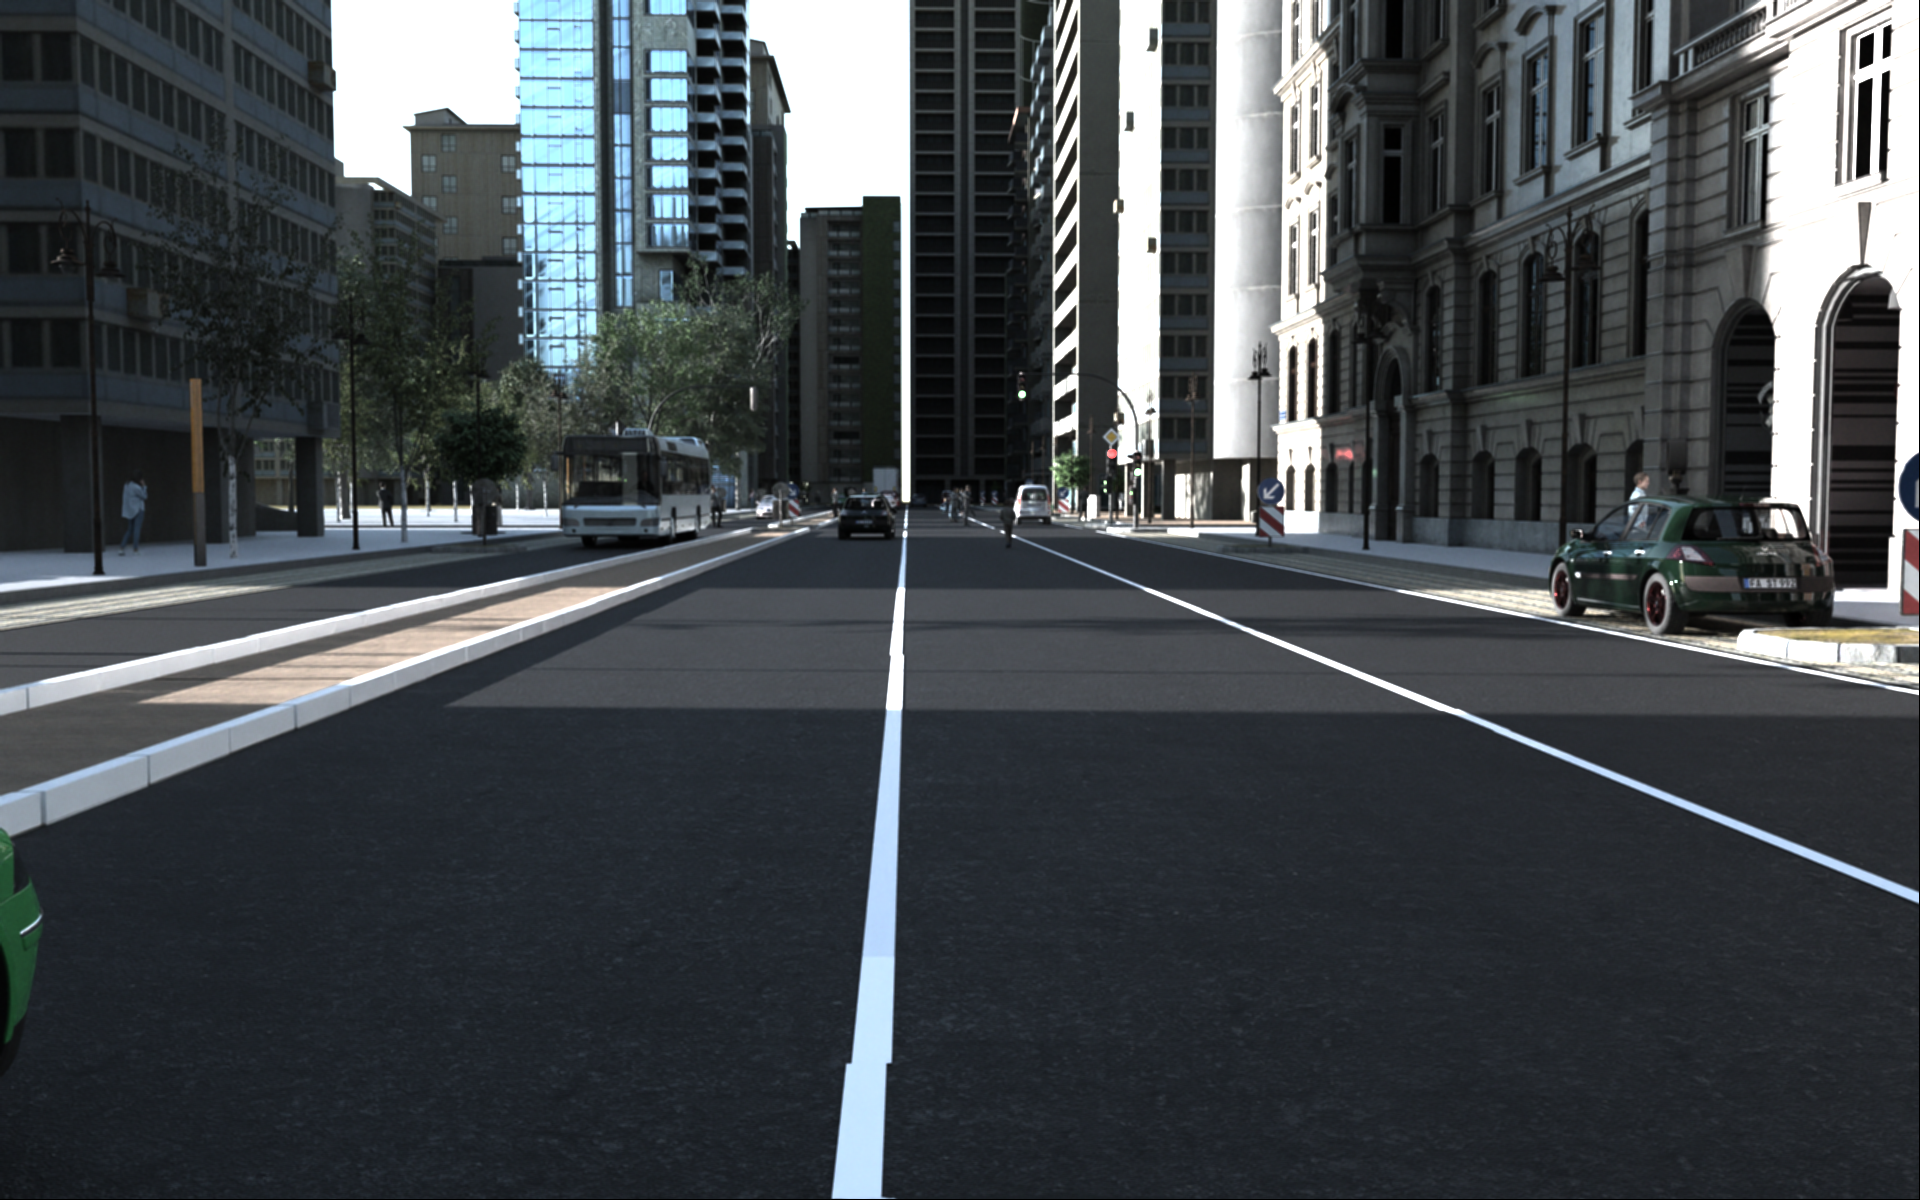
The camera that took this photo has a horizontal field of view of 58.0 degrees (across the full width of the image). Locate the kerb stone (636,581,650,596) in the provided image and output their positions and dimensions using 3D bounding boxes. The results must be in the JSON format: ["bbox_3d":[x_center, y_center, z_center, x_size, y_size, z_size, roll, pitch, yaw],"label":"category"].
[{"bbox_3d":[-4.531,-0.133,24.378,0.120,0.150,1.000,0,4,-2],"label":"kerb stone"}]

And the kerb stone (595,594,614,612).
[{"bbox_3d":[-4.430,0.056,21.296,0.120,0.150,1.000,0,4,-2],"label":"kerb stone"}]

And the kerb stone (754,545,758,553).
[{"bbox_3d":[-5.049,-1.197,41.774,0.120,0.150,1.000,0,4,-2],"label":"kerb stone"}]

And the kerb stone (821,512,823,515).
[{"bbox_3d":[-9.348,-5.676,114.999,0.120,0.150,1.000,0,4,-2],"label":"kerb stone"}]

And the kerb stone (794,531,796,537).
[{"bbox_3d":[-5.484,-2.076,56.140,0.120,0.150,1.000,0,4,-2],"label":"kerb stone"}]

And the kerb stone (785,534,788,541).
[{"bbox_3d":[-5.345,-1.825,52.038,0.120,0.150,1.000,0,4,-2],"label":"kerb stone"}]

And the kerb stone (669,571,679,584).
[{"bbox_3d":[-4.618,-0.322,27.455,0.120,0.150,1.000,0,4,-2],"label":"kerb stone"}]

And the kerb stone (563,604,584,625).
[{"bbox_3d":[-4.361,0.185,19.246,0.120,0.150,1.000,0,4,-2],"label":"kerb stone"}]

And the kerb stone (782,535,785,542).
[{"bbox_3d":[-5.323,-1.763,51.016,0.120,0.150,1.000,0,4,-2],"label":"kerb stone"}]

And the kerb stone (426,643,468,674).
[{"bbox_3d":[-4.221,0.493,14.133,0.120,0.150,1.000,0,4,-2],"label":"kerb stone"}]

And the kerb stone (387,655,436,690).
[{"bbox_3d":[-4.186,0.556,13.108,0.120,0.150,1.000,0,4,-2],"label":"kerb stone"}]

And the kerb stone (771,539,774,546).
[{"bbox_3d":[-5.201,-1.509,46.902,0.120,0.150,1.000,0,4,-2],"label":"kerb stone"}]

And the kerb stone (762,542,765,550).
[{"bbox_3d":[-5.108,-1.323,43.827,0.120,0.150,1.000,0,4,-2],"label":"kerb stone"}]

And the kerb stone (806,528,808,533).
[{"bbox_3d":[-5.659,-2.447,62.281,0.120,0.150,1.000,0,4,-2],"label":"kerb stone"}]

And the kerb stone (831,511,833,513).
[{"bbox_3d":[-9.778,-6.555,129.366,0.120,0.150,1.000,0,4,-2],"label":"kerb stone"}]

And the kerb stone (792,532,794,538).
[{"bbox_3d":[-5.446,-2.009,55.119,0.120,0.150,1.000,0,4,-2],"label":"kerb stone"}]

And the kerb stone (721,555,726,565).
[{"bbox_3d":[-4.832,-0.760,34.617,0.120,0.150,1.000,0,4,-2],"label":"kerb stone"}]

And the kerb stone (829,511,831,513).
[{"bbox_3d":[-9.689,-6.364,126.283,0.120,0.150,1.000,0,4,-2],"label":"kerb stone"}]

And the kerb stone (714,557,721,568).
[{"bbox_3d":[-4.801,-0.697,33.595,0.120,0.150,1.000,0,4,-2],"label":"kerb stone"}]

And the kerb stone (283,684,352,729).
[{"bbox_3d":[-4.121,0.682,11.065,0.120,0.150,1.000,0,4,-2],"label":"kerb stone"}]

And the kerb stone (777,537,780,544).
[{"bbox_3d":[-5.264,-1.635,48.964,0.120,0.150,1.000,0,4,-2],"label":"kerb stone"}]

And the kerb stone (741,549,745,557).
[{"bbox_3d":[-4.959,-1.005,38.706,0.120,0.150,1.000,0,4,-2],"label":"kerb stone"}]

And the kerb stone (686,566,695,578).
[{"bbox_3d":[-4.673,-0.447,29.499,0.120,0.150,1.000,0,4,-2],"label":"kerb stone"}]

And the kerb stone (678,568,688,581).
[{"bbox_3d":[-4.645,-0.384,28.477,0.120,0.150,1.000,0,4,-2],"label":"kerb stone"}]

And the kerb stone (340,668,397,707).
[{"bbox_3d":[-4.153,0.620,12.086,0.120,0.150,1.000,0,4,-2],"label":"kerb stone"}]

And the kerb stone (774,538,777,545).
[{"bbox_3d":[-5.235,-1.574,47.933,0.120,0.150,1.000,0,4,-2],"label":"kerb stone"}]

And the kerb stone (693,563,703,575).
[{"bbox_3d":[-4.702,-0.510,30.528,0.120,0.150,1.000,0,4,-2],"label":"kerb stone"}]

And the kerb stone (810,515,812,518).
[{"bbox_3d":[-8.950,-4.862,101.688,0.120,0.150,1.000,0,4,-2],"label":"kerb stone"}]

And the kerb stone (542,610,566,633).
[{"bbox_3d":[-4.333,0.246,18.223,0.120,0.150,1.000,0,4,-2],"label":"kerb stone"}]

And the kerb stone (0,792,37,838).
[{"bbox_3d":[-4.002,0.932,6.955,0.120,0.150,1.000,0,4,-2],"label":"kerb stone"}]

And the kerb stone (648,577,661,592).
[{"bbox_3d":[-4.558,-0.196,25.402,0.120,0.150,1.000,0,4,-2],"label":"kerb stone"}]

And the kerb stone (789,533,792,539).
[{"bbox_3d":[-5.416,-1.947,54.084,0.120,0.150,1.000,0,4,-2],"label":"kerb stone"}]

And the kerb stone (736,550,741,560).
[{"bbox_3d":[-4.921,-0.945,37.684,0.120,0.150,1.000,0,4,-2],"label":"kerb stone"}]

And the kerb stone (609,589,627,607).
[{"bbox_3d":[-4.462,-0.008,22.324,0.120,0.150,1.000,0,4,-2],"label":"kerb stone"}]

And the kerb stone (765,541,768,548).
[{"bbox_3d":[-5.136,-1.386,44.856,0.120,0.150,1.000,0,4,-2],"label":"kerb stone"}]

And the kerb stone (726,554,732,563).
[{"bbox_3d":[-4.859,-0.822,35.640,0.120,0.150,1.000,0,4,-2],"label":"kerb stone"}]

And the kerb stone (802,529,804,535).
[{"bbox_3d":[-5.601,-2.326,60.226,0.120,0.150,1.000,0,4,-2],"label":"kerb stone"}]

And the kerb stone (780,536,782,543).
[{"bbox_3d":[-5.299,-1.700,49.990,0.120,0.150,1.000,0,4,-2],"label":"kerb stone"}]

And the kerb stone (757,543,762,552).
[{"bbox_3d":[-5.070,-1.261,42.806,0.120,0.150,1.000,0,4,-2],"label":"kerb stone"}]

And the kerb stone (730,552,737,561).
[{"bbox_3d":[-4.894,-0.885,36.663,0.120,0.150,1.000,0,4,-2],"label":"kerb stone"}]

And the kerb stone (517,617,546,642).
[{"bbox_3d":[-4.304,0.306,17.198,0.120,0.150,1.000,0,4,-2],"label":"kerb stone"}]

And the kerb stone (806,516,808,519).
[{"bbox_3d":[-8.823,-4.612,97.595,0.120,0.150,1.000,0,4,-2],"label":"kerb stone"}]

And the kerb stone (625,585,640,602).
[{"bbox_3d":[-4.490,-0.068,23.355,0.120,0.150,1.000,0,4,-2],"label":"kerb stone"}]

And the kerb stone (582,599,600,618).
[{"bbox_3d":[-4.396,0.127,20.275,0.120,0.150,1.000,0,4,-2],"label":"kerb stone"}]

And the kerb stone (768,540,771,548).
[{"bbox_3d":[-5.170,-1.448,45.877,0.120,0.150,1.000,0,4,-2],"label":"kerb stone"}]

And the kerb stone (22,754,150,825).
[{"bbox_3d":[-4.024,0.869,7.981,0.120,0.150,1.000,0,4,-2],"label":"kerb stone"}]

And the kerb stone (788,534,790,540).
[{"bbox_3d":[-5.381,-1.880,53.063,0.120,0.150,1.000,0,4,-2],"label":"kerb stone"}]

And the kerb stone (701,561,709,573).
[{"bbox_3d":[-4.742,-0.572,31.549,0.120,0.150,1.000,0,4,-2],"label":"kerb stone"}]

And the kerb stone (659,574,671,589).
[{"bbox_3d":[-4.585,-0.259,26.433,0.120,0.150,1.000,0,4,-2],"label":"kerb stone"}]

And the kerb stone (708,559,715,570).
[{"bbox_3d":[-4.774,-0.634,32.574,0.120,0.150,1.000,0,4,-2],"label":"kerb stone"}]

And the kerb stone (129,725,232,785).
[{"bbox_3d":[-4.059,0.806,9.014,0.120,0.150,1.000,0,4,-2],"label":"kerb stone"}]

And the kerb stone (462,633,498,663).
[{"bbox_3d":[-4.245,0.431,15.155,0.120,0.150,1.000,0,4,-2],"label":"kerb stone"}]

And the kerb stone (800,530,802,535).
[{"bbox_3d":[-5.581,-2.264,59.204,0.120,0.150,1.000,0,4,-2],"label":"kerb stone"}]

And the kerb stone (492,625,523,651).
[{"bbox_3d":[-4.278,0.368,16.176,0.120,0.150,1.000,0,4,-2],"label":"kerb stone"}]

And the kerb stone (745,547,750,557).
[{"bbox_3d":[-4.982,-1.072,39.729,0.120,0.150,1.000,0,4,-2],"label":"kerb stone"}]

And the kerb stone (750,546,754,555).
[{"bbox_3d":[-5.010,-1.135,40.753,0.120,0.150,1.000,0,4,-2],"label":"kerb stone"}]

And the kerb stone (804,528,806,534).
[{"bbox_3d":[-5.628,-2.388,61.247,0.120,0.150,1.000,0,4,-2],"label":"kerb stone"}]

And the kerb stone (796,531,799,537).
[{"bbox_3d":[-5.505,-2.139,57.161,0.120,0.150,1.000,0,4,-2],"label":"kerb stone"}]

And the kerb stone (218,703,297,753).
[{"bbox_3d":[-4.095,0.748,10.038,0.120,0.150,1.000,0,4,-2],"label":"kerb stone"}]
